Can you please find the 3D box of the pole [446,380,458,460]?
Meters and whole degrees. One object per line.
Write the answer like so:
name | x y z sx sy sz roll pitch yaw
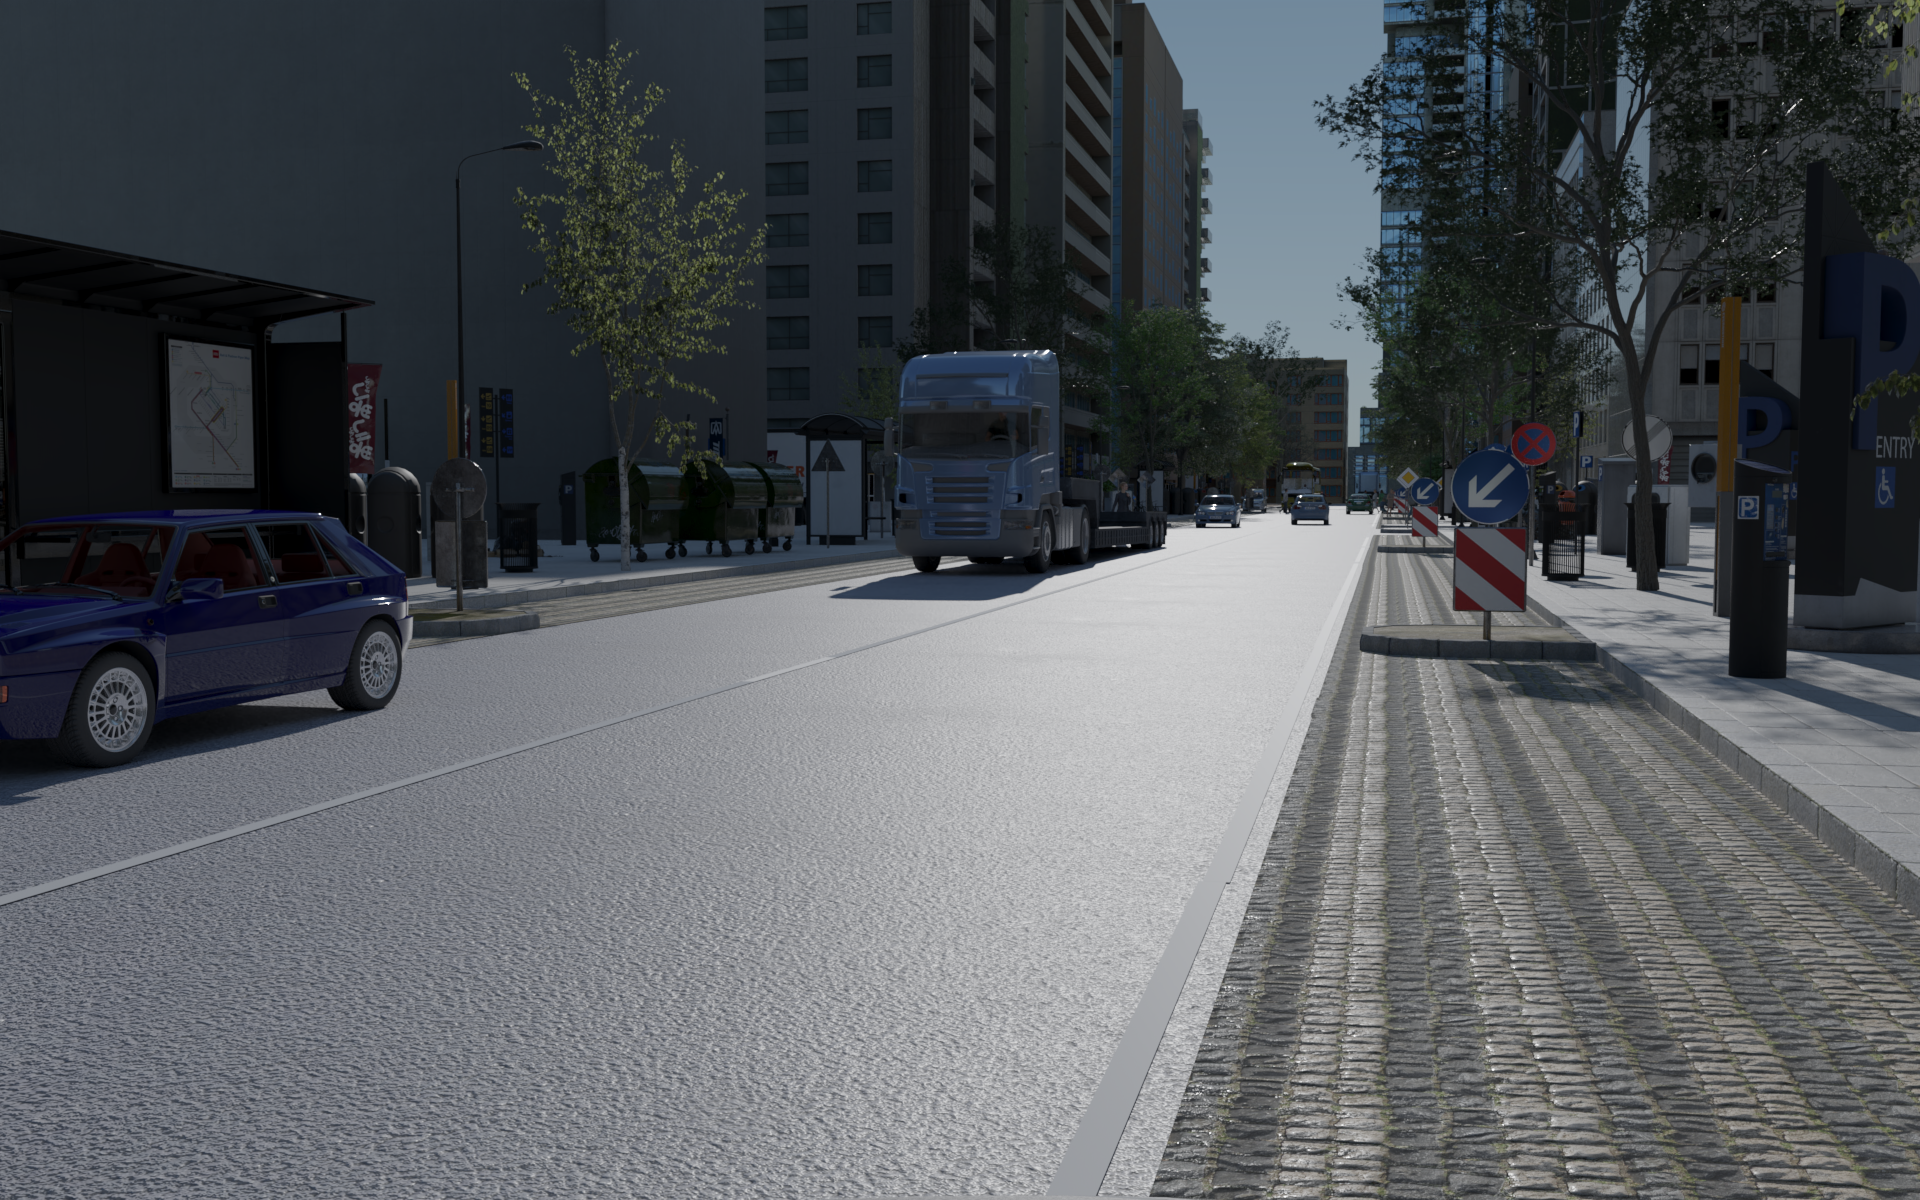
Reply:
pole | -9.101 -2.279 31.103 0.158 3.312 0.155 0 3 0

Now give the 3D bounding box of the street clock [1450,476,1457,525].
street clock | 20.303 -4.072 71.152 0.358 2.002 0.471 2 4 25

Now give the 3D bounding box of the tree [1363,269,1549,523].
tree | 22.231 -9.282 77.510 9.928 11.665 9.643 0 3 0

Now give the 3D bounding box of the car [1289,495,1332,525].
car | 16.561 -4.272 81.848 2.014 1.417 4.499 1 4 13

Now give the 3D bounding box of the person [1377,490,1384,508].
person | 33.981 -8.003 139.603 0.600 1.795 0.529 -1 4 -18

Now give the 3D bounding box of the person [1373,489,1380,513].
person | 30.376 -7.204 126.632 0.624 1.780 0.694 3 5 41

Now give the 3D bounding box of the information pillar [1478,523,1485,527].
information pillar | 13.989 -2.542 46.046 0.304 2.012 0.304 -3 4 -39

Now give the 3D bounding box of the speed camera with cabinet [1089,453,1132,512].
speed camera with cabinet | 7.331 -5.505 84.350 2.038 3.252 0.660 0 4 -2

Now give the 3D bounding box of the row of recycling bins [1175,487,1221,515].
row of recycling bins | 16.132 -6.808 118.416 3.534 1.692 1.069 -3 5 -43

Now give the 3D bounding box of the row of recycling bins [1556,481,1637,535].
row of recycling bins | 19.966 -2.889 54.351 1.069 1.692 3.534 -3 5 -44

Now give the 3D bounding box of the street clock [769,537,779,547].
street clock | -4.547 -2.301 42.184 0.471 2.002 0.358 -2 4 -30

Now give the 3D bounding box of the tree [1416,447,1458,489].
tree | 33.620 -8.416 121.311 4.285 4.588 4.351 0 3 0

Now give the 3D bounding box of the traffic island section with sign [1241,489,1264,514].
traffic island section with sign | 21.290 -7.241 127.014 1.989 1.847 2.006 1 4 14

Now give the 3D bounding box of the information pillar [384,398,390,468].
information pillar | -14.080 -3.134 42.590 0.183 3.616 0.504 -1 4 -16

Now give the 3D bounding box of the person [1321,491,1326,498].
person | 37.314 -10.343 178.061 0.683 1.767 0.568 1 4 10

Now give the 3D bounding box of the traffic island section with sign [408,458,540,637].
traffic island section with sign | -5.558 -0.588 18.239 1.989 1.847 2.006 1 4 14

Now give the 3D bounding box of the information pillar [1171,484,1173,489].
information pillar | 15.729 -7.650 129.574 0.304 2.012 0.304 3 5 43

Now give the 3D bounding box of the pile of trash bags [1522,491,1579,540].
pile of trash bags | 16.510 -2.379 48.647 1.912 1.369 3.447 0 4 -4

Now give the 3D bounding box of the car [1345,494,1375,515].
car | 28.287 -6.774 122.560 2.131 1.459 4.920 1 4 14

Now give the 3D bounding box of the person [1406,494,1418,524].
person | 21.447 -4.467 81.886 0.721 1.781 0.623 -2 4 -30

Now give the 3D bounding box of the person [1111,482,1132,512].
person | 4.605 -2.478 49.441 0.534 1.772 0.576 3 5 40

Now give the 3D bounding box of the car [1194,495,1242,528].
car | 11.195 -3.851 74.966 2.014 1.417 4.499 1 4 12

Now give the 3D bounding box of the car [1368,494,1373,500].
car | 42.735 -10.546 182.216 2.009 1.686 4.222 1 4 16

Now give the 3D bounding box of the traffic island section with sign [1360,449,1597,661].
traffic island section with sign | 4.718 -0.447 15.944 1.989 1.847 2.006 1 4 14

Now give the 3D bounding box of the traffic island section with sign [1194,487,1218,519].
traffic island section with sign | 14.599 -5.580 99.861 1.989 1.847 2.006 1 4 14

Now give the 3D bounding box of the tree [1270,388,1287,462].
tree | 25.448 -14.068 155.774 9.928 11.665 9.643 0 3 0

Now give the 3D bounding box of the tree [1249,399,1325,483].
tree | 40.203 -18.706 216.205 12.009 13.543 11.850 0 3 0

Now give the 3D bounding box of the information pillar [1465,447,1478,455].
information pillar | 25.396 -5.776 85.784 0.504 3.616 0.183 2 4 26

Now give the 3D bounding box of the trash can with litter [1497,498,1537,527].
trash can with litter | 13.315 -1.861 41.820 1.055 1.170 0.624 -3 5 -43

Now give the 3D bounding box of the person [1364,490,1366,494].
person | 40.056 -9.943 171.054 0.705 1.826 1.348 -1 4 -18

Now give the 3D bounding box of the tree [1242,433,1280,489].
tree | 28.551 -13.170 165.690 4.360 8.622 3.978 0 3 0

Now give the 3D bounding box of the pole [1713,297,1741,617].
pole | 7.995 -1.481 18.050 0.158 3.312 0.155 0 3 0

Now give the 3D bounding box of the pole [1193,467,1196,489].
pole | 16.354 -7.761 120.735 0.158 3.312 0.155 0 3 0

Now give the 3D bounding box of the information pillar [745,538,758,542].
information pillar | -5.633 -2.577 46.633 0.304 2.012 0.304 1 4 9

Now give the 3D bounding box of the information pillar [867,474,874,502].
information pillar | -3.298 -3.546 62.469 0.304 2.012 0.304 3 4 38

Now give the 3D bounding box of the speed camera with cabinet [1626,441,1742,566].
speed camera with cabinet | 12.886 -2.235 30.883 0.660 3.252 2.038 -2 4 -26

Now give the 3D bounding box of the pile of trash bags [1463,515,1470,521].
pile of trash bags | 23.991 -4.307 80.168 1.912 1.369 3.447 0 3 0

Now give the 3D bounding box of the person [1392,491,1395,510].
person | 38.112 -8.741 152.349 0.436 1.711 0.756 1 4 19

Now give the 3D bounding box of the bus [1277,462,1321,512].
bus | 27.151 -8.950 137.873 2.896 3.916 12.252 1 4 14

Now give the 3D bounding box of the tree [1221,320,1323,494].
tree | 34.067 -20.221 186.507 12.611 20.169 13.585 0 3 0

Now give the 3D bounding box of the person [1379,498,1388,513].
person | 31.223 -6.965 127.884 0.738 1.151 1.012 -3 5 -43

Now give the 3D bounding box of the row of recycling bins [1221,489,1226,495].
row of recycling bins | 21.453 -8.417 144.735 1.069 1.692 3.534 1 4 23

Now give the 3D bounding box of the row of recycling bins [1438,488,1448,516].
row of recycling bins | 30.649 -6.133 107.379 1.069 1.692 3.534 0 4 -7

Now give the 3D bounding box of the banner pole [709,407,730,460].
banner pole | -6.894 -3.670 50.015 0.863 3.779 0.401 2 4 26

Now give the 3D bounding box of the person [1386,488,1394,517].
person | 26.739 -6.037 107.553 0.599 1.781 0.374 -1 4 -18

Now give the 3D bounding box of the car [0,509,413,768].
car | -4.976 0.132 10.427 1.945 1.354 3.894 1 4 13

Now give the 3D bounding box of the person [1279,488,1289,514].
person | 23.034 -7.014 123.032 0.795 1.843 0.661 1 4 16

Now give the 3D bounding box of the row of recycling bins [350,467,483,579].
row of recycling bins | -9.081 -1.194 26.633 3.534 1.692 1.069 0 4 1

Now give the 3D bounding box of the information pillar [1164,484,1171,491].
information pillar | 14.742 -7.311 124.020 0.304 2.012 0.304 -2 4 -32

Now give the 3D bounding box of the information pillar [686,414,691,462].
information pillar | -7.894 -3.608 50.348 0.183 3.616 0.504 0 4 -3

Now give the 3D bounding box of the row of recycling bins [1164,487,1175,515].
row of recycling bins | 12.584 -6.434 112.311 1.069 1.692 3.534 2 4 29

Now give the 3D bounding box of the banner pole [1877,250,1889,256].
banner pole | 9.357 -1.715 18.058 0.401 3.779 0.863 -1 4 -20
